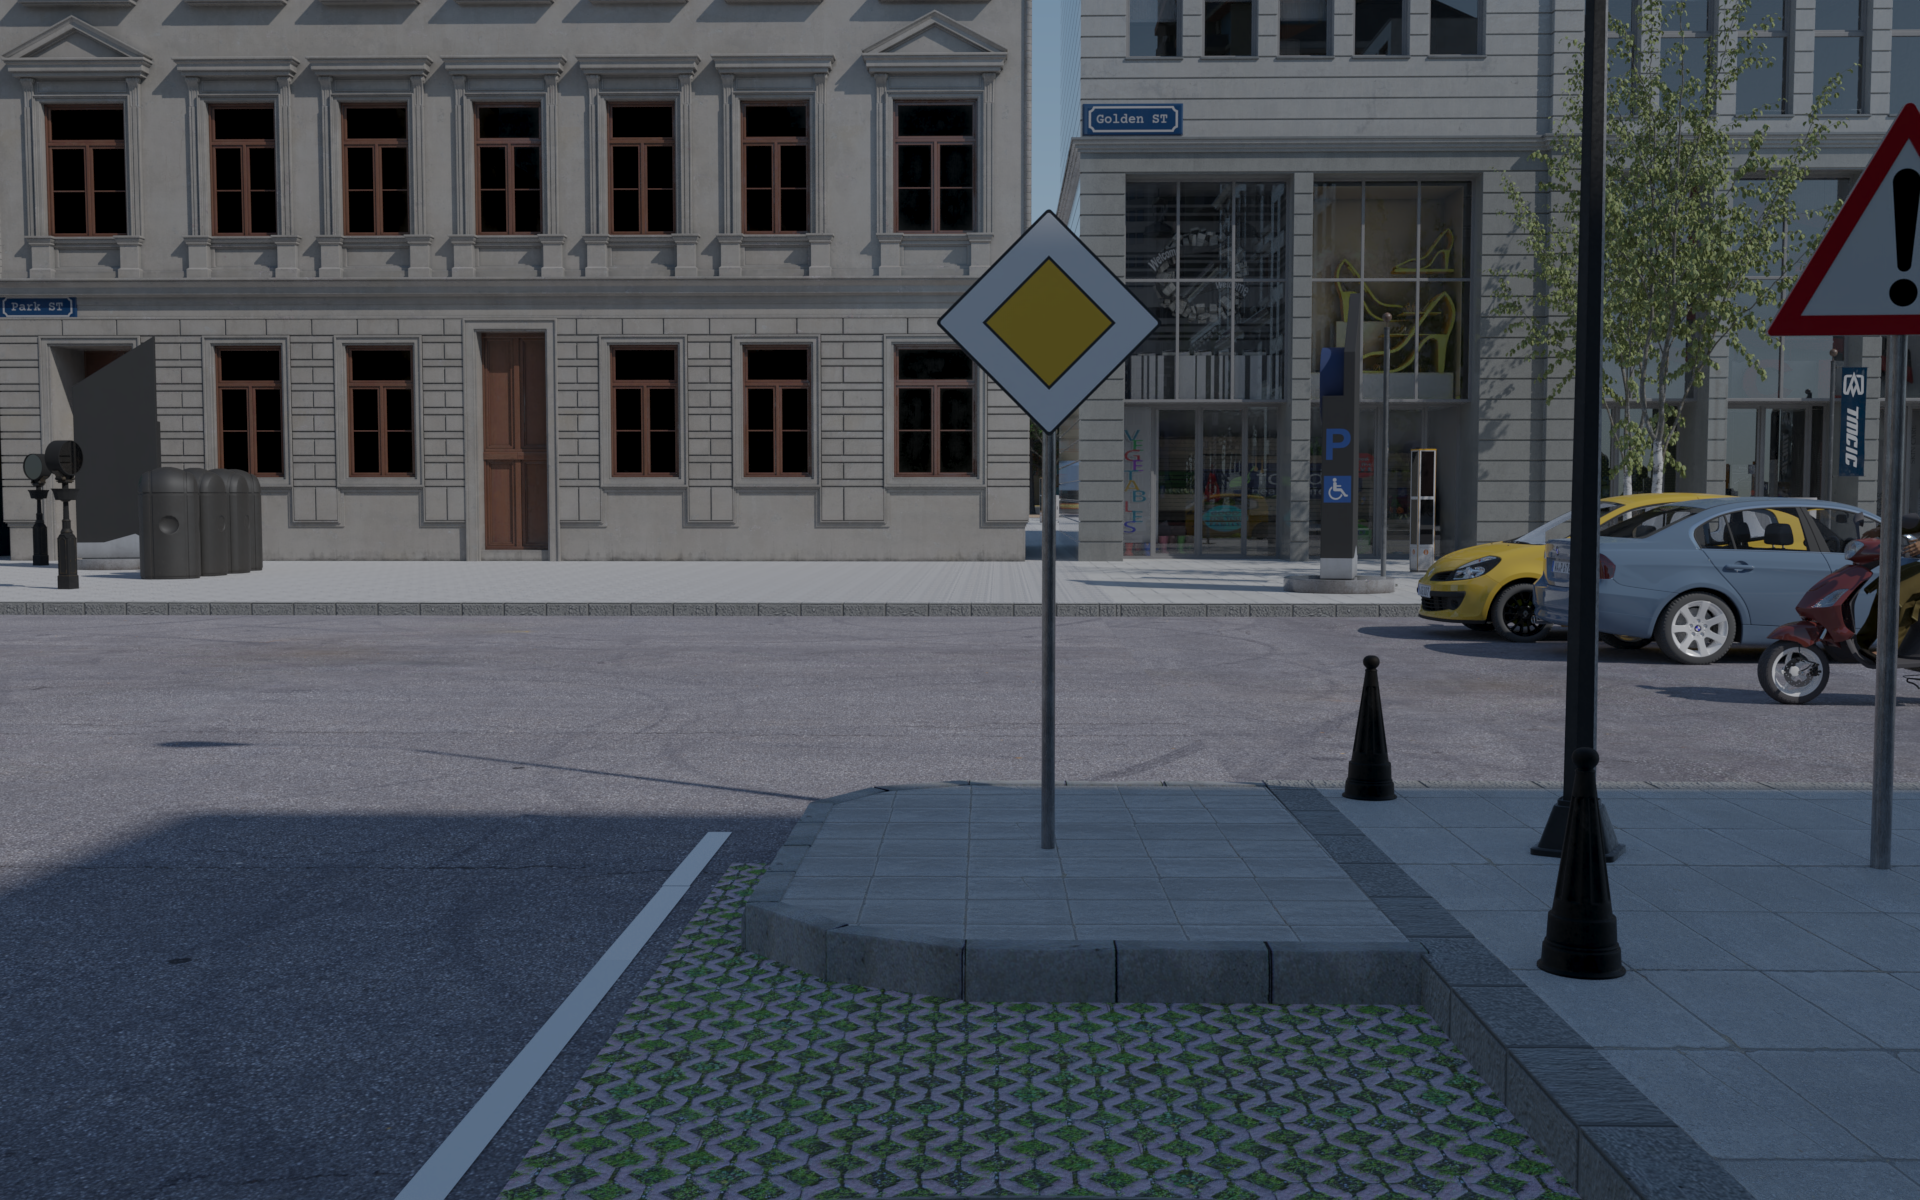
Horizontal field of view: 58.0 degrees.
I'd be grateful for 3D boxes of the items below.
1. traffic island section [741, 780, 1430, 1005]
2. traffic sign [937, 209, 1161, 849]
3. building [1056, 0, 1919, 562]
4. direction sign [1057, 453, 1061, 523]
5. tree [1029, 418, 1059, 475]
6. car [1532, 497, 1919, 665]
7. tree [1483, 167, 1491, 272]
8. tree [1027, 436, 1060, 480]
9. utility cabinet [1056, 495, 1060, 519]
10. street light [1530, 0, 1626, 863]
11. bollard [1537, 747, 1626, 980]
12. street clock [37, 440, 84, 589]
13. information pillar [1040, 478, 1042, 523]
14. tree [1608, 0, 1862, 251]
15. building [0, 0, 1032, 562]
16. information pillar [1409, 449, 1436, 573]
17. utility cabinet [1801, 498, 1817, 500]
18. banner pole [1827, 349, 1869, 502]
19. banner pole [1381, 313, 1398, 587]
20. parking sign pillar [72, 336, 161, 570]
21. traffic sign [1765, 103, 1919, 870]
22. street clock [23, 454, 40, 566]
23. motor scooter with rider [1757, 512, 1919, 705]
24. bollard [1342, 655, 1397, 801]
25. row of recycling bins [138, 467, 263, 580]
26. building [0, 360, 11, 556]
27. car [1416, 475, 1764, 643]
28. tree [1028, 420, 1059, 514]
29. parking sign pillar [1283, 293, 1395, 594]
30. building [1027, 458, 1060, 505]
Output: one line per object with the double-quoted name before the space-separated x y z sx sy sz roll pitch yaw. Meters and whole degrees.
"traffic island section" 0.339 0.978 6.290 2.009 0.180 2.903 0 4 1
"traffic sign" 0.316 -0.157 6.213 0.795 2.450 0.064 0 4 1
"building" 17.096 -15.877 37.085 29.804 29.767 11.434 0 4 1
"direction sign" 4.569 -5.243 77.726 0.379 3.537 0.876 -1 4 -13
"tree" 5.293 -10.599 99.048 9.928 11.665 9.643 0 3 0
"car" 7.441 -0.201 15.295 4.499 1.417 2.014 0 4 0
"tree" 11.412 -4.872 30.021 4.737 8.622 4.395 0 3 0
"tree" 6.515 -15.344 161.241 12.009 13.543 11.850 0 3 0
"utility cabinet" 5.408 -4.972 92.447 1.020 1.237 0.306 1 4 11
"street light" 1.673 -2.049 6.042 1.470 5.913 1.316 0 4 1
"bollard" 1.678 0.696 4.664 0.229 0.601 0.229 0 3 0
"street clock" -12.044 -1.148 23.335 0.358 2.002 0.471 1 4 13
"information pillar" 3.749 -4.454 77.318 0.304 2.012 0.304 -1 4 -17
"tree" 10.169 -4.534 24.500 4.737 8.622 4.395 0 3 0
"building" -8.388 -12.303 37.308 21.152 22.565 11.583 0 4 1
"information pillar" 7.570 -1.459 28.342 0.304 2.012 0.304 -1 4 -11
"utility cabinet" 42.449 -4.583 86.091 1.020 1.237 0.306 2 4 32
"banner pole" 15.297 -2.446 30.005 0.863 3.779 0.401 0 4 -5
"banner pole" 5.965 -2.093 24.232 0.401 3.779 0.863 1 4 18
"parking sign pillar" -14.438 -2.522 29.700 1.447 3.967 1.447 -1 4 -15
"traffic sign" 3.158 -0.359 5.869 0.884 2.594 0.081 0 4 3
"street clock" -16.513 -1.620 31.058 0.471 2.002 0.358 1 4 21
"motor scooter with rider" 6.445 -0.171 11.765 1.986 1.779 0.876 0 4 3
"bollard" 1.736 0.533 7.325 0.229 0.601 0.229 0 3 0
"row of recycling bins" -12.024 -1.255 27.637 1.069 1.692 3.534 0 4 -3
"building" -27.550 -12.760 38.302 15.834 23.373 12.332 0 4 1
"car" 6.653 -0.439 17.403 3.980 1.641 2.015 0 4 2
"tree" 4.530 -11.549 110.876 6.751 12.117 7.091 0 3 0
"parking sign pillar" 5.006 -2.098 22.769 1.447 3.967 1.447 1 4 16
"building" 9.255 -21.982 204.440 28.899 21.520 27.650 0 4 1
